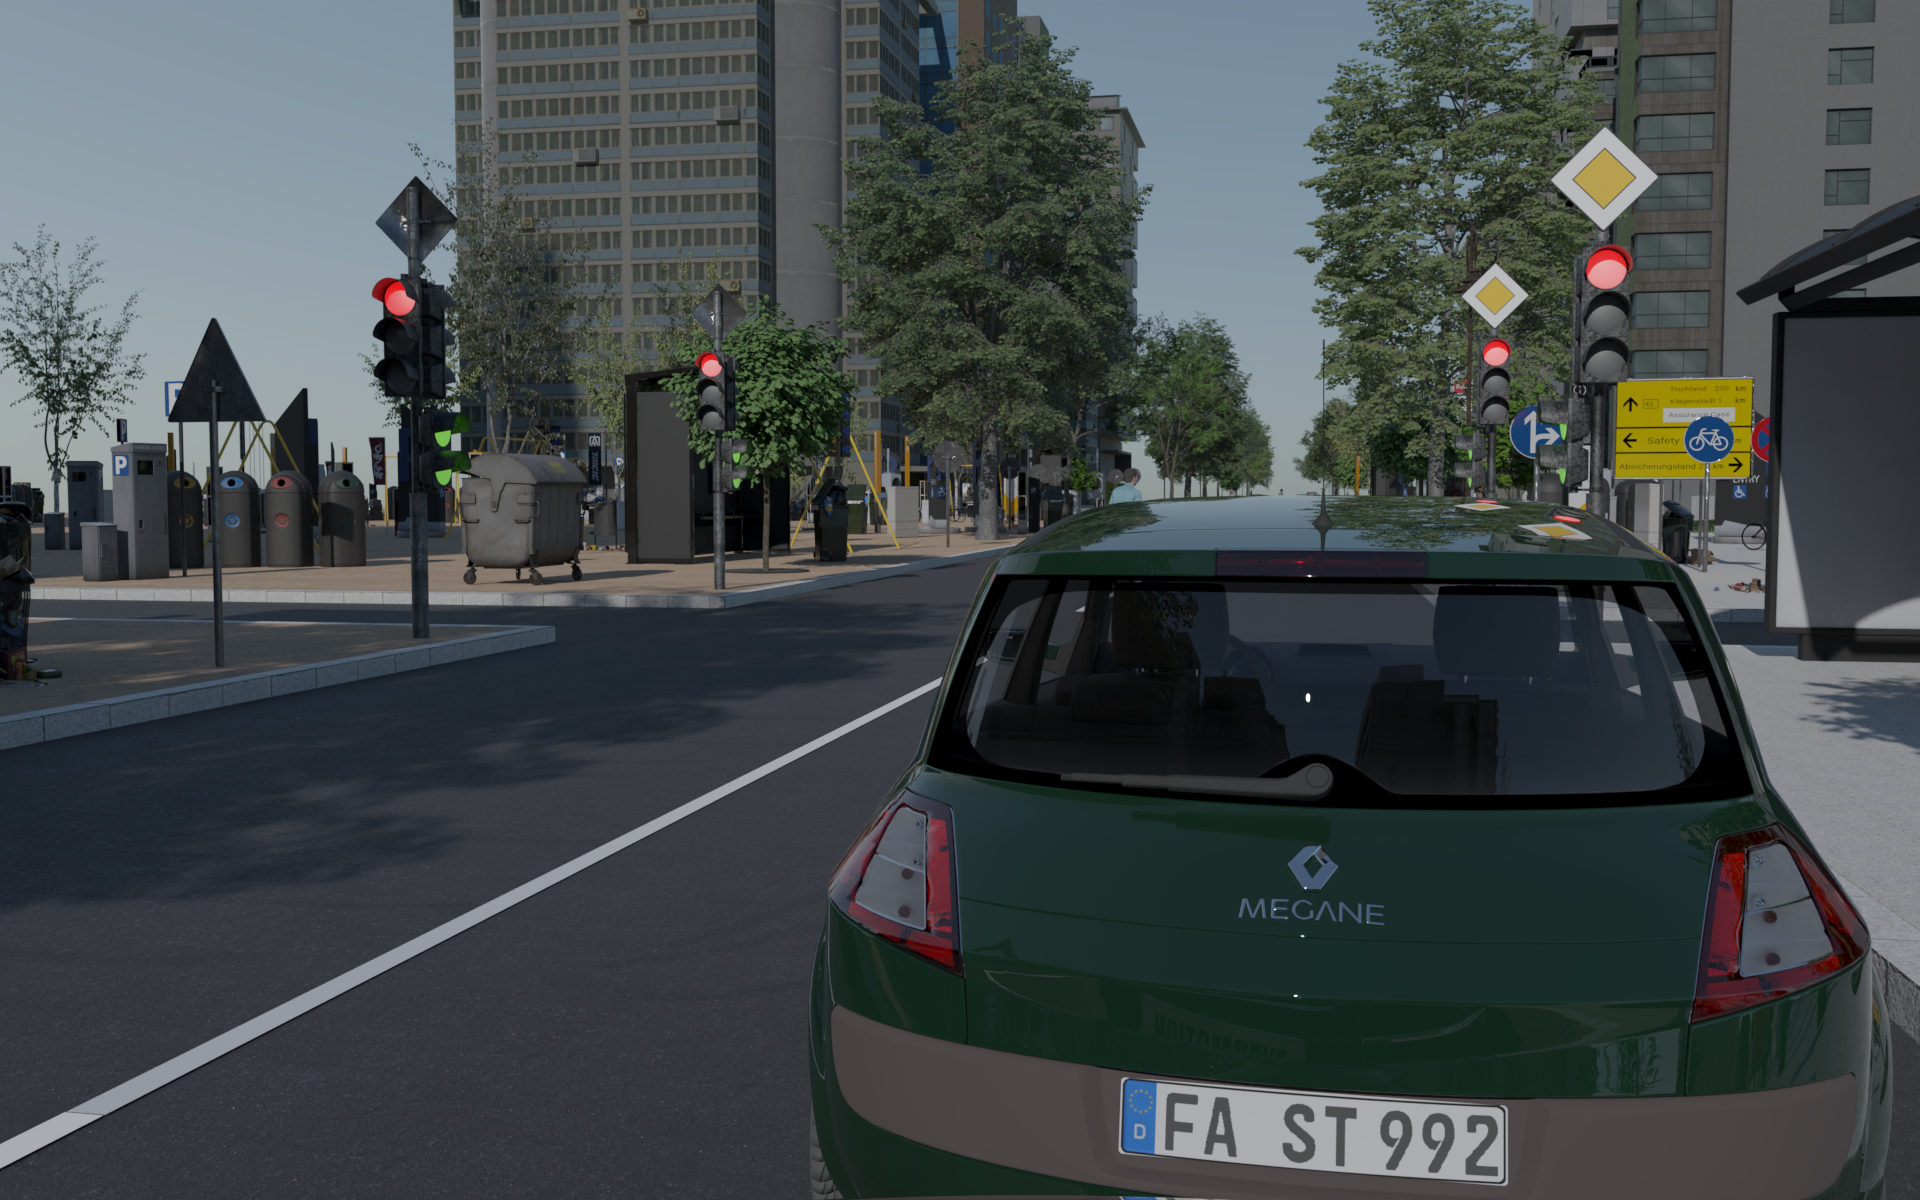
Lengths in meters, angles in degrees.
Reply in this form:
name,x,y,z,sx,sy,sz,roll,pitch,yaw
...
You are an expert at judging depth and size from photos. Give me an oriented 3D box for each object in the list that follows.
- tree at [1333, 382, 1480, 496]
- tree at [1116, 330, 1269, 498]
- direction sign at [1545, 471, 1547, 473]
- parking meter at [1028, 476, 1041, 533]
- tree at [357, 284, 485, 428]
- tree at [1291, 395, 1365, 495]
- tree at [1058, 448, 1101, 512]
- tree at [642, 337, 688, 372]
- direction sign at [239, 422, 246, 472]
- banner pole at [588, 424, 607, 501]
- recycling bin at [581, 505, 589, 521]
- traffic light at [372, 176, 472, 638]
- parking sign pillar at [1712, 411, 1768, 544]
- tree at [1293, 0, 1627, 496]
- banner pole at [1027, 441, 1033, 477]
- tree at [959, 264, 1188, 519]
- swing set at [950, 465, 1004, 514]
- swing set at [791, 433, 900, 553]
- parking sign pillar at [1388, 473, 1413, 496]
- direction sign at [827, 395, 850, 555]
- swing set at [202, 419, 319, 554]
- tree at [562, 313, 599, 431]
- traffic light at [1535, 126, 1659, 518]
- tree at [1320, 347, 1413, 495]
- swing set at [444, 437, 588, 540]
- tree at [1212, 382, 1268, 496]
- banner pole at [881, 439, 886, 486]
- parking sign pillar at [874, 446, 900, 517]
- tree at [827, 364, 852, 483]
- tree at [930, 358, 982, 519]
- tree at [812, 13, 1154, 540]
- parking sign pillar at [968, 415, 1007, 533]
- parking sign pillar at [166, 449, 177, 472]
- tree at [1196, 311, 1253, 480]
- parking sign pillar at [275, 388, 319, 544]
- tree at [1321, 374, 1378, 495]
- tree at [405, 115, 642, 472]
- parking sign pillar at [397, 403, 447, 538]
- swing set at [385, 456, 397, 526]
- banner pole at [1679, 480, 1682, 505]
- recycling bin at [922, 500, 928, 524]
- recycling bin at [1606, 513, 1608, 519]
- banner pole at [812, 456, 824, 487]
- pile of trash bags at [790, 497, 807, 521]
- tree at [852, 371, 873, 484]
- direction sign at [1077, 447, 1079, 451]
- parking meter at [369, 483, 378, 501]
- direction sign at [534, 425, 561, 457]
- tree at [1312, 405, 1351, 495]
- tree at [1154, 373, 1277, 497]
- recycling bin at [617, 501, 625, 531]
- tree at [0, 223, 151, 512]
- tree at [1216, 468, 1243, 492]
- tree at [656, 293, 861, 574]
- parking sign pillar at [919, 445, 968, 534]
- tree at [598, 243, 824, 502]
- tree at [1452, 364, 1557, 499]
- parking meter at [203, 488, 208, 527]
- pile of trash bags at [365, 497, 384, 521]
name,x,y,z,sx,sy,sz,roll,pitch,yaw
tree,12.663,-3.903,47.532,4.285,4.588,4.351,0,3,0
tree,13.530,-11.343,111.218,9.928,11.665,9.643,0,3,0
direction sign,15.714,-3.331,46.467,0.876,3.537,0.379,-2,4,-26
parking meter,2.479,-3.169,57.519,0.399,1.863,0.255,1,4,17
tree,-18.291,-6.704,59.971,4.737,8.622,4.395,0,3,0
tree,43.515,-17.323,200.239,9.611,12.733,9.660,0,3,0
tree,5.111,-4.744,72.167,1.663,3.219,1.824,0,3,0
tree,-13.680,-7.925,79.936,4.360,8.622,3.978,0,3,0
direction sign,-15.858,-2.833,38.313,0.379,3.537,0.876,-2,4,-28
banner pole,-12.974,-4.425,62.365,0.863,3.779,0.401,0,4,-4
recycling bin,-18.351,-4.383,84.221,0.722,1.027,0.722,-2,4,-25
traffic light,-4.800,-1.616,15.350,0.839,4.253,0.868,1,4,11
parking sign pillar,20.287,-3.446,44.808,1.447,3.967,1.447,-3,4,-39
tree,10.667,-7.303,37.524,7.486,12.596,7.792,0,3,0
banner pole,3.256,-5.553,80.807,0.401,3.779,0.863,-1,4,-15
tree,4.064,-8.011,65.397,8.767,10.594,7.601,-1,4,-16
swing set,0.835,-5.858,93.391,3.119,2.851,2.862,1,4,12
swing set,-3.255,-2.560,39.482,2.862,2.851,3.119,1,4,19
parking sign pillar,17.531,-4.917,68.867,1.447,3.967,1.447,3,5,41
direction sign,-2.549,-2.719,36.452,0.379,3.537,0.876,2,4,28
swing set,-14.282,-2.303,35.271,2.862,2.851,3.119,-1,4,-13
tree,-12.733,-7.031,65.318,4.737,8.622,4.395,0,3,0
traffic light,4.918,-1.498,13.406,0.839,4.253,0.868,1,4,11
tree,20.640,-8.218,84.733,4.360,8.622,3.978,0,3,0
swing set,-12.521,-3.120,48.635,2.862,2.851,3.119,1,4,18
tree,25.514,-15.979,171.630,12.009,13.543,11.850,0,3,0
banner pole,-3.494,-5.429,78.780,0.401,3.779,0.863,1,4,16
parking sign pillar,-3.615,-5.965,86.003,1.447,3.967,1.447,0,4,-5
tree,-7.662,-7.391,71.208,4.737,8.622,4.395,0,3,0
tree,0.053,-8.372,87.245,4.360,8.622,3.978,0,3,0
tree,0.788,-8.646,48.011,9.857,13.997,8.962,0,3,0
parking sign pillar,0.867,-4.270,58.293,1.447,3.967,1.447,-1,4,-21
parking sign pillar,-47.418,-7.031,103.423,1.447,3.967,1.447,1,4,22
tree,16.153,-13.214,122.696,9.857,13.997,8.962,0,3,0
parking sign pillar,-17.046,-3.429,44.533,1.447,3.967,1.447,3,4,36
tree,23.345,-9.124,99.534,4.737,8.622,4.395,0,3,0
tree,-8.949,-5.120,34.075,4.360,8.622,3.978,0,3,0
parking sign pillar,-15.939,-3.839,51.234,1.447,3.967,1.447,1,4,9
swing set,-22.357,-4.522,71.546,3.119,2.851,2.862,-1,4,-20
banner pole,30.008,-5.020,72.094,0.401,3.779,0.863,1,4,21
recycling bin,-1.151,-3.729,73.525,0.722,1.027,0.722,2,4,26
recycling bin,8.098,-0.643,23.061,0.722,1.027,0.722,-2,4,-30
banner pole,-6.508,-5.440,78.963,0.863,3.779,0.401,-3,5,-39
pile of trash bags,-8.771,-4.530,83.823,3.447,1.369,1.912,3,4,37
tree,-6.838,-8.960,96.853,4.737,8.622,4.395,0,3,0
direction sign,5.702,-5.631,84.063,0.379,3.537,0.876,1,4,8
parking meter,-31.384,-5.318,92.658,0.399,1.863,0.255,-1,4,-9
direction sign,-13.614,-3.990,57.238,0.876,3.537,0.379,-2,4,-32
tree,39.445,-14.851,177.223,7.601,10.594,8.767,-1,4,-21
tree,21.576,-14.435,153.023,9.611,12.733,9.660,0,3,0
recycling bin,-11.584,-2.966,61.049,0.722,1.027,0.722,3,4,36
tree,-25.027,-5.988,48.267,4.360,8.622,3.978,0,3,0
tree,29.778,-12.638,190.347,4.285,4.588,4.351,0,3,0
tree,-3.273,-2.734,28.409,4.285,4.588,4.351,0,3,0
parking sign pillar,-0.701,-4.138,56.128,1.447,3.967,1.447,-1,4,-12
tree,-7.377,-6.180,51.402,4.737,8.622,4.395,0,3,0
tree,8.259,-1.920,25.992,1.663,3.219,1.824,0,3,0
parking meter,-29.733,-3.679,68.559,0.372,1.533,0.369,0,3,0
pile of trash bags,-28.806,-4.500,83.321,1.912,1.369,3.447,-1,4,-11
